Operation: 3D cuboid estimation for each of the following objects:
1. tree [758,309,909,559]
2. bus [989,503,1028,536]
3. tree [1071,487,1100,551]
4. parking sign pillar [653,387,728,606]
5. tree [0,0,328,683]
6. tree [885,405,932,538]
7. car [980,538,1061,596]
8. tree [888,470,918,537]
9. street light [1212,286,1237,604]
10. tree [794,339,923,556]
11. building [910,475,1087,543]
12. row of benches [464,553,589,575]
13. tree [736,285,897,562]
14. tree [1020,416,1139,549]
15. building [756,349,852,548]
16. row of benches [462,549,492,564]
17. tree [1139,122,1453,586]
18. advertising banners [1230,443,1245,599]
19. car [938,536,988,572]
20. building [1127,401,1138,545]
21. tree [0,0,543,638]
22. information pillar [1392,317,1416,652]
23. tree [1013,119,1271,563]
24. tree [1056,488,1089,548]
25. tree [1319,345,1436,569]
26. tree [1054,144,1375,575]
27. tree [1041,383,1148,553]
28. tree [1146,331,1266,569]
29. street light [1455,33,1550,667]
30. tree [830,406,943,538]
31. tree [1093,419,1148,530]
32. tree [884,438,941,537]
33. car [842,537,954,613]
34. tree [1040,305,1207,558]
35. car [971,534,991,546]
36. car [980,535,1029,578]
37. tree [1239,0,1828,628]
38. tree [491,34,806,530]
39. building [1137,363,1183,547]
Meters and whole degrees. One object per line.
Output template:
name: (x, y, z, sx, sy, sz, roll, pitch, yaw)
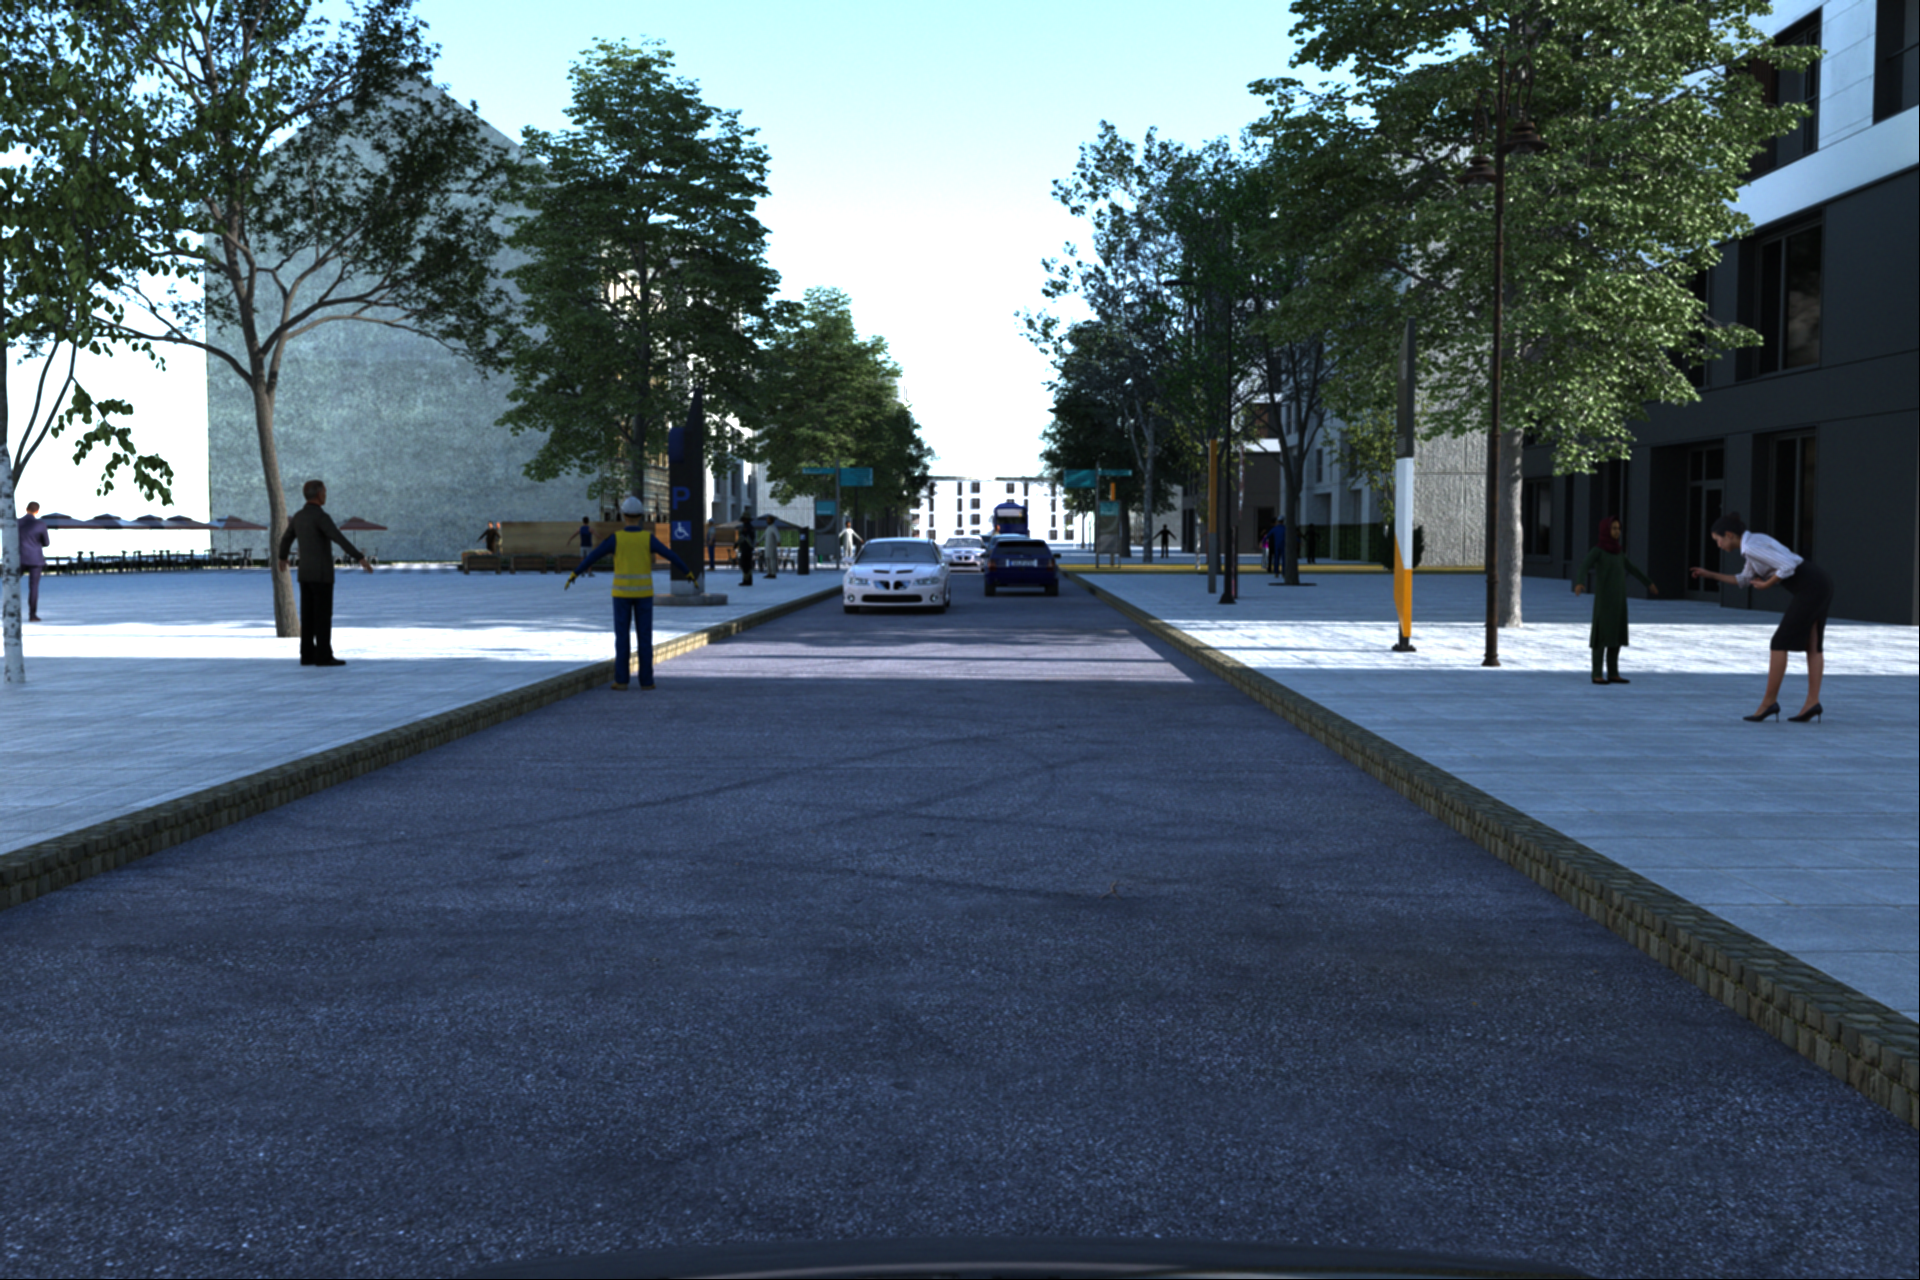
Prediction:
tree: (-6.410, -10.413, 88.382, 7.486, 12.596, 7.792, 0, 3, 0)
bus: (3.811, -8.808, 135.563, 2.896, 3.916, 12.251, 0, 3, 0)
tree: (9.816, -10.994, 130.114, 4.360, 8.622, 3.978, 0, 3, 0)
parking sign pillar: (-4.933, -2.619, 31.287, 1.447, 3.967, 1.447, 0, 4, 0)
tree: (-7.921, -3.931, 14.639, 4.737, 8.622, 4.395, 0, 3, 0)
tree: (-5.623, -12.610, 131.922, 9.928, 11.665, 9.643, 0, 3, 0)
car: (1.447, -1.753, 41.239, 1.945, 1.354, 3.894, 0, 4, 1)
tree: (-5.311, -12.320, 151.792, 4.737, 8.622, 4.395, 0, 3, 0)
street light: (5.462, -3.619, 31.710, 1.470, 5.913, 1.316, 0, 4, 1)
tree: (-6.035, -11.213, 101.467, 7.486, 12.596, 7.792, 0, 3, 0)
building: (4.501, -18.627, 249.157, 28.070, 9.664, 9.099, 0, 4, -6)
row of benches: (-13.983, -2.461, 55.702, 4.104, 0.672, 1.422, -2, 4, -24)
tree: (-6.600, -9.873, 79.549, 7.486, 12.596, 7.792, 0, 3, 0)
tree: (10.777, -14.700, 150.710, 12.009, 13.543, 11.850, 0, 3, 0)
building: (-21.244, -19.284, 181.743, 16.747, 18.905, 31.486, 0, 4, 2)
row of benches: (-19.721, -3.380, 70.724, 1.422, 0.672, 4.104, 0, 4, -7)
tree: (8.322, -7.177, 43.105, 9.928, 11.665, 9.643, 0, 3, 0)
advertising banners: (5.441, -2.330, 34.282, 0.090, 3.025, 2.074, 0, 4, 1)
car: (0.174, -3.320, 66.650, 2.083, 1.381, 4.827, 0, 4, 1)
building: (29.527, -22.798, 203.672, 19.493, 23.208, 18.063, 0, 4, 2)
tree: (-8.687, -5.314, 21.299, 7.601, 10.594, 8.767, 0, 4, 8)
information pillar: (4.872, -1.690, 18.979, 0.183, 3.616, 0.504, 0, 4, 1)
tree: (8.536, -13.608, 78.372, 12.611, 20.169, 13.585, 0, 3, 0)
tree: (10.765, -12.914, 161.507, 4.737, 8.622, 4.395, 0, 3, 0)
tree: (15.269, -6.877, 62.809, 4.737, 8.622, 4.395, 0, 3, 0)
tree: (8.070, -8.820, 54.583, 12.009, 13.543, 11.850, 0, 3, 0)
tree: (9.252, -11.802, 118.722, 9.928, 11.665, 9.643, 0, 3, 0)
tree: (8.956, -6.910, 63.335, 4.737, 8.622, 4.395, 0, 3, 0)
street light: (5.165, -2.684, 16.667, 0.468, 5.910, 1.993, 0, 4, 1)
tree: (-5.547, -11.498, 122.399, 8.767, 10.594, 7.601, 0, 4, -7)
tree: (9.279, -9.581, 107.009, 4.360, 8.622, 3.978, 0, 3, 0)
tree: (-5.062, -12.748, 142.837, 7.601, 10.594, 8.767, -1, 4, -23)
car: (-1.145, -1.250, 32.797, 2.083, 1.381, 4.827, 0, 4, 1)
tree: (9.018, -11.495, 94.595, 9.857, 13.997, 8.962, 0, 3, 0)
car: (1.265, -5.636, 104.155, 2.014, 1.417, 4.499, 0, 4, 1)
car: (1.676, -2.790, 57.624, 2.014, 1.417, 4.499, 0, 4, 1)
tree: (7.646, -6.476, 24.014, 7.486, 12.596, 7.792, 0, 3, 0)
tree: (-7.172, -7.460, 40.097, 7.486, 12.596, 7.792, 0, 3, 0)
building: (28.549, -21.425, 181.227, 19.493, 23.208, 18.063, 0, 4, 2)
